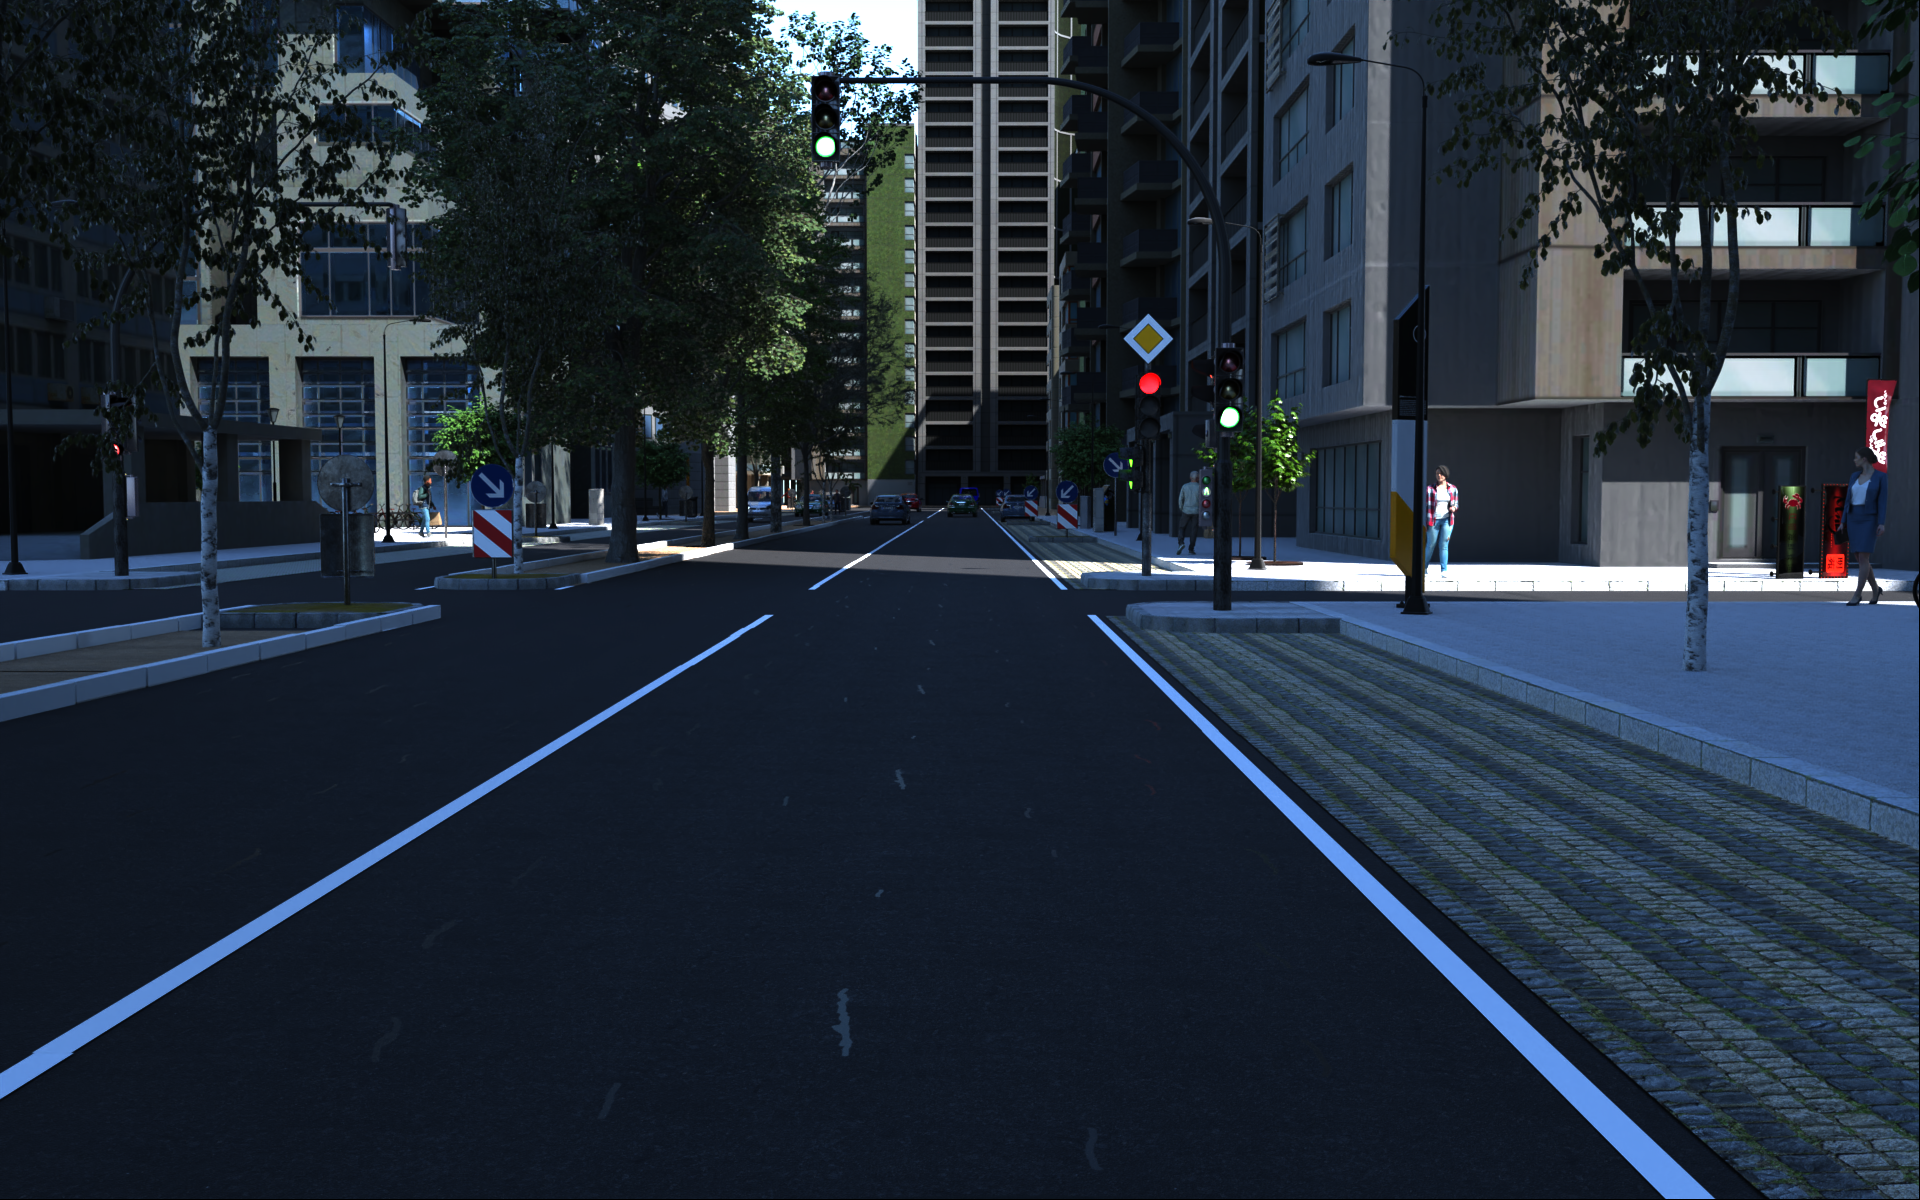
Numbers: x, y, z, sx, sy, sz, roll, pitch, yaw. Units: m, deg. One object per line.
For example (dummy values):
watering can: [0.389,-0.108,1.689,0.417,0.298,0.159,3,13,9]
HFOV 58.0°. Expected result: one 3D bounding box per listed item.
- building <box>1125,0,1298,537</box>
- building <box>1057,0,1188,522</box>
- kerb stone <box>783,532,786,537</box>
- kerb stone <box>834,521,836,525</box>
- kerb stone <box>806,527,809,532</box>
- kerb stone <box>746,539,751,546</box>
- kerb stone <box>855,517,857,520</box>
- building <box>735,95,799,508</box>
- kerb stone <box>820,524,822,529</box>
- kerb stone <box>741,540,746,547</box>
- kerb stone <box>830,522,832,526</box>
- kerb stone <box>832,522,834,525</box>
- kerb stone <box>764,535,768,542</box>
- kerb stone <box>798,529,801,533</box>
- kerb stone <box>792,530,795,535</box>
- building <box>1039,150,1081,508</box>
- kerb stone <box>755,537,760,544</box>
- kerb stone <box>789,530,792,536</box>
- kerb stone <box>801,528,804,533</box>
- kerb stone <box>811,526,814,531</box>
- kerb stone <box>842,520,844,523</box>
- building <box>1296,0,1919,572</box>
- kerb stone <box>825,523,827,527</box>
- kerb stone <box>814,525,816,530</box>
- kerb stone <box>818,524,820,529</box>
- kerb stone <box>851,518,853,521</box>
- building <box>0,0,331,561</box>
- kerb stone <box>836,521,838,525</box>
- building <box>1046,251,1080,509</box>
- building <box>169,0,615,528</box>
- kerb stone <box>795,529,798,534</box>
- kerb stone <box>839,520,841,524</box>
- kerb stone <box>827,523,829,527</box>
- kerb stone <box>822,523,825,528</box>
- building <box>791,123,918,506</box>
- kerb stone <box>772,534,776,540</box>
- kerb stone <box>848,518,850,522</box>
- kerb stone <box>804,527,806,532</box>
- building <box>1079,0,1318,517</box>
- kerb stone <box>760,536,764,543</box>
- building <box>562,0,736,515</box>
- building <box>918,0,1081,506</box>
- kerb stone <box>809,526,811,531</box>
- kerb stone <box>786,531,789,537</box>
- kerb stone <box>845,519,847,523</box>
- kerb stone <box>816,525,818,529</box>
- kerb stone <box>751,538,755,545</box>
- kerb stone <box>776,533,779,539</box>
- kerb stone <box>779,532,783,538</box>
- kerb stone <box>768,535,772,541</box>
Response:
building: [16.517,-37.643,53.707,20.563,71.187,20.611,0,4,0]
building: [16.426,-26.457,87.192,22.147,44.769,28.867,0,4,0]
kerb stone: [-5.919,-2.126,56.955,0.120,0.150,1.000,0,4,0]
kerb stone: [-5.838,-3.442,78.473,0.120,0.150,1.000,0,4,0]
kerb stone: [-5.885,-2.618,65.141,0.120,0.150,1.000,0,4,0]
kerb stone: [-5.949,-1.562,47.733,0.120,0.150,1.000,0,4,0]
kerb stone: [-5.774,-4.320,92.831,0.120,0.150,1.000,0,4,0]
building: [-28.847,-28.635,160.059,23.993,40.220,32.217,0,4,0]
kerb stone: [-5.867,-3.003,71.295,0.120,0.150,1.000,0,4,0]
kerb stone: [-5.956,-1.498,46.708,0.120,0.150,1.000,0,4,0]
kerb stone: [-5.846,-3.317,76.428,0.120,0.150,1.000,0,4,0]
kerb stone: [-5.841,-3.380,77.450,0.120,0.150,1.000,0,4,0]
kerb stone: [-5.931,-1.813,51.830,0.120,0.150,1.000,0,4,0]
kerb stone: [-5.896,-2.439,62.073,0.120,0.150,1.000,0,4,0]
kerb stone: [-5.904,-2.314,60.029,0.120,0.150,1.000,0,4,0]
building: [23.931,-28.860,163.735,32.217,40.220,23.993,0,4,0]
kerb stone: [-5.947,-1.686,49.779,0.120,0.150,1.000,0,4,0]
kerb stone: [-5.904,-2.251,59.006,0.120,0.150,1.000,0,4,0]
kerb stone: [-5.897,-2.502,63.096,0.120,0.150,1.000,0,4,0]
kerb stone: [-5.874,-2.747,67.189,0.120,0.150,1.000,0,4,0]
kerb stone: [-5.808,-3.755,83.598,0.120,0.150,1.000,0,4,0]
building: [14.201,-21.457,34.425,14.086,41.232,14.154,0,4,0]
kerb stone: [-5.861,-3.129,73.354,0.120,0.150,1.000,0,4,0]
kerb stone: [-5.874,-2.814,68.223,0.120,0.150,1.000,0,4,0]
kerb stone: [-5.872,-2.941,70.272,0.120,0.150,1.000,0,4,0]
kerb stone: [-5.791,-4.129,89.758,0.120,0.150,1.000,0,4,0]
building: [-33.161,-21.276,39.743,32.217,40.220,23.993,0,4,0]
kerb stone: [-5.831,-3.500,79.495,0.120,0.150,1.000,0,4,0]
building: [21.391,-17.913,137.919,27.650,21.520,28.899,0,4,0]
building: [-28.347,-46.870,78.996,22.319,86.520,31.000,0,4,0]
kerb stone: [-5.908,-2.376,61.051,0.120,0.150,1.000,0,4,0]
kerb stone: [-5.831,-3.625,81.553,0.120,0.150,1.000,0,4,0]
kerb stone: [-5.854,-3.192,74.377,0.120,0.150,1.000,0,4,0]
kerb stone: [-5.857,-3.066,72.325,0.120,0.150,1.000,0,4,0]
building: [-11.715,-31.229,194.186,14.086,41.232,14.154,0,4,0]
kerb stone: [-5.934,-1.938,53.881,0.120,0.150,1.000,0,4,0]
kerb stone: [-5.807,-4.007,87.707,0.120,0.150,1.000,0,4,0]
kerb stone: [-5.887,-2.552,64.119,0.120,0.150,1.000,0,4,0]
building: [14.879,-26.365,114.668,14.154,41.232,14.086,0,4,0]
kerb stone: [-5.947,-1.740,50.808,0.120,0.150,1.000,0,4,0]
building: [-27.510,-35.072,115.430,21.231,58.520,28.212,0,4,0]
building: [5.732,-46.419,197.199,20.611,71.187,20.563,0,4,0]
kerb stone: [-5.885,-2.689,66.163,0.120,0.150,1.000,0,4,0]
kerb stone: [-5.916,-2.188,57.982,0.120,0.150,1.000,0,4,0]
kerb stone: [-5.805,-3.881,85.653,0.120,0.150,1.000,0,4,0]
kerb stone: [-5.872,-2.874,69.250,0.120,0.150,1.000,0,4,0]
kerb stone: [-5.954,-1.624,48.755,0.120,0.150,1.000,0,4,0]
kerb stone: [-5.920,-2.001,54.904,0.120,0.150,1.000,0,4,0]
kerb stone: [-5.918,-2.063,55.926,0.120,0.150,1.000,0,4,0]
kerb stone: [-5.929,-1.875,52.859,0.120,0.150,1.000,0,4,0]
